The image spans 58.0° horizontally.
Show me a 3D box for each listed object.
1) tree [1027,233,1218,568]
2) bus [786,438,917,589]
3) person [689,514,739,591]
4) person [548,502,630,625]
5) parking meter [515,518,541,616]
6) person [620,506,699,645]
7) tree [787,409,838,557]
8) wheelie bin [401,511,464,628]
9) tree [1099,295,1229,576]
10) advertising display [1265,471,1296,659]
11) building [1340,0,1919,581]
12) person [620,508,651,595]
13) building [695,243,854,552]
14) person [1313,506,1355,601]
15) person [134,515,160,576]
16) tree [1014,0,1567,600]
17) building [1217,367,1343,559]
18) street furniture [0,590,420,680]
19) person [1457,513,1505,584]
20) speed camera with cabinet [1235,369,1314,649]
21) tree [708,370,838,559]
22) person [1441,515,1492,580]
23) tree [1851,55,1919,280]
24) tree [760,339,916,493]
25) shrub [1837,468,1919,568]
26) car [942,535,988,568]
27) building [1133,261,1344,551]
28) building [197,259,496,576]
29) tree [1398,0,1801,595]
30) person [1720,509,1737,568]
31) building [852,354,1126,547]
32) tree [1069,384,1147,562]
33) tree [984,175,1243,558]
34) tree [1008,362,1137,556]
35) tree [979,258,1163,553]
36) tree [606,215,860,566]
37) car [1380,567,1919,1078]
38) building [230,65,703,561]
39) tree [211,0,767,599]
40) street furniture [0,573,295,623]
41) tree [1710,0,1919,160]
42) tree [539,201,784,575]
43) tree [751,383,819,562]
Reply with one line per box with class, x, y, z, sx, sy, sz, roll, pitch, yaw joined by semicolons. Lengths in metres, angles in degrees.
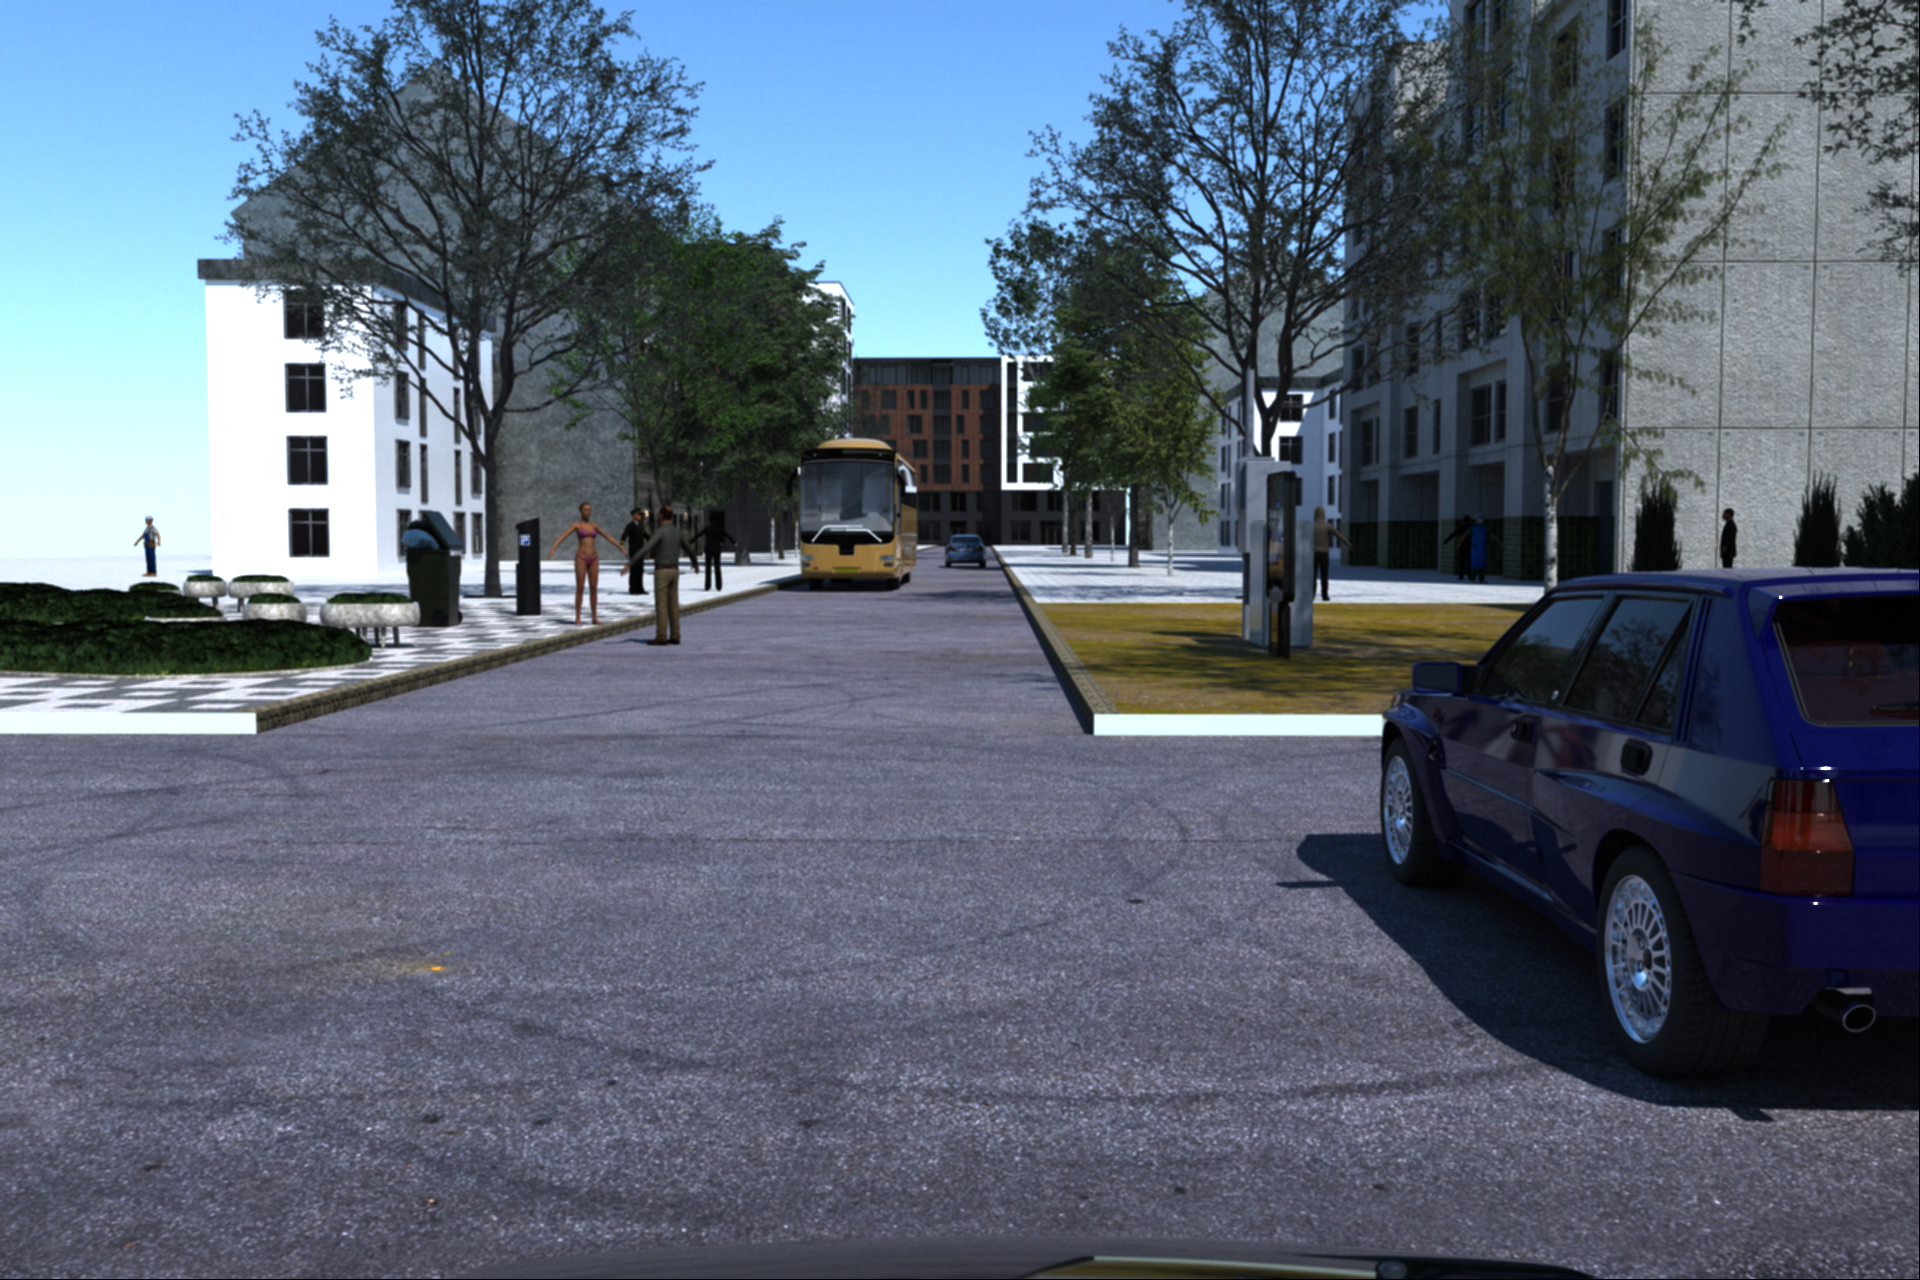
tree;6.243;-9.018;65.579;7.486;12.596;7.792;0;3;0
bus;-2.689;-3.463;48.161;2.896;3.916;12.252;0;4;1
person;-5.599;-1.983;39.147;1.216;1.740;0.721;-1;4;-18
person;-5.231;-1.076;24.389;1.217;1.733;0.721;-2;4;-35
parking meter;-6.810;-1.156;27.308;0.372;1.533;0.369;0;3;0
person;-3.819;-0.837;22.409;0.705;1.796;1.348;3;4;36
tree;-8.808;-8.875;95.461;4.737;8.622;4.395;0;3;0
wheelie bin;-7.292;-0.980;23.936;0.693;1.594;0.980;0;4;3
tree;6.312;-6.222;52.085;4.737;8.622;4.395;0;3;0
advertising display;3.350;-0.789;18.121;0.123;1.923;0.974;0;4;-1
building;23.863;-11.543;55.191;16.747;18.905;31.486;0;4;1
person;-6.818;-1.878;36.646;0.705;1.837;1.347;2;4;26
building;-23.675;-18.011;138.453;27.936;21.610;32.646;0;4;1
person;6.907;-1.662;33.303;1.348;1.813;0.705;1;4;14
person;-24.593;-2.855;52.536;1.347;1.847;0.705;2;4;35
tree;5.946;-7.541;33.660;12.009;13.543;11.850;0;3;0
building;20.036;-9.202;92.600;9.099;9.664;28.070;0;4;1
street furniture;-10.689;-0.141;17.931;10.072;0.657;5.734;0;4;6
person;13.427;-2.364;44.784;1.347;1.817;0.704;-1;4;-13
speed camera with cabinet;3.670;-1.584;20.229;0.660;3.252;2.038;0;4;0
tree;-9.363;-9.353;87.338;7.601;10.594;8.767;0;4;3
person;14.167;-2.585;48.448;1.347;1.806;0.705;1;4;16
tree;19.617;-7.153;27.327;12.009;13.543;11.850;0;3;0
tree;-8.367;-12.144;108.927;12.009;13.543;11.850;0;3;0
shrub;11.324;-1.015;20.633;1.661;2.075;1.752;0;3;0
car;0.230;-3.856;75.048;2.014;1.417;4.499;0;4;-1
building;23.967;-18.938;140.564;19.493;23.208;18.063;0;4;1
building;-22.452;-7.638;67.033;9.099;9.664;28.070;0;4;0
tree;6.884;-4.268;20.151;4.360;8.622;3.978;0;3;0
person;15.672;-1.785;35.414;0.704;1.802;1.346;1;4;23
building;2.898;-22.198;209.368;32.646;21.610;27.936;0;4;2
tree;7.146;-7.951;80.365;4.360;8.622;3.978;0;3;0
tree;7.943;-14.349;90.499;12.611;20.169;13.585;0;3;0
tree;6.716;-10.818;102.625;9.928;11.665;9.643;0;3;0
tree;8.364;-15.821;114.564;12.611;20.169;13.585;0;3;0
tree;-8.795;-9.916;68.788;9.857;13.997;8.962;0;3;0
car;2.644;0.408;5.910;1.945;1.354;3.894;0;4;0
building;-24.323;-15.873;90.453;19.493;23.208;18.063;0;4;1
tree;-9.423;-7.580;34.309;12.009;13.543;11.850;0;3;0
street furniture;-15.701;-0.740;27.719;10.072;0.657;5.734;1;4;22
tree;8.643;-6.129;10.583;12.009;13.543;11.850;0;3;0
tree;-9.426;-7.893;54.804;9.928;11.665;9.643;0;3;0
tree;-8.487;-7.953;80.388;4.737;8.622;4.395;0;3;0
